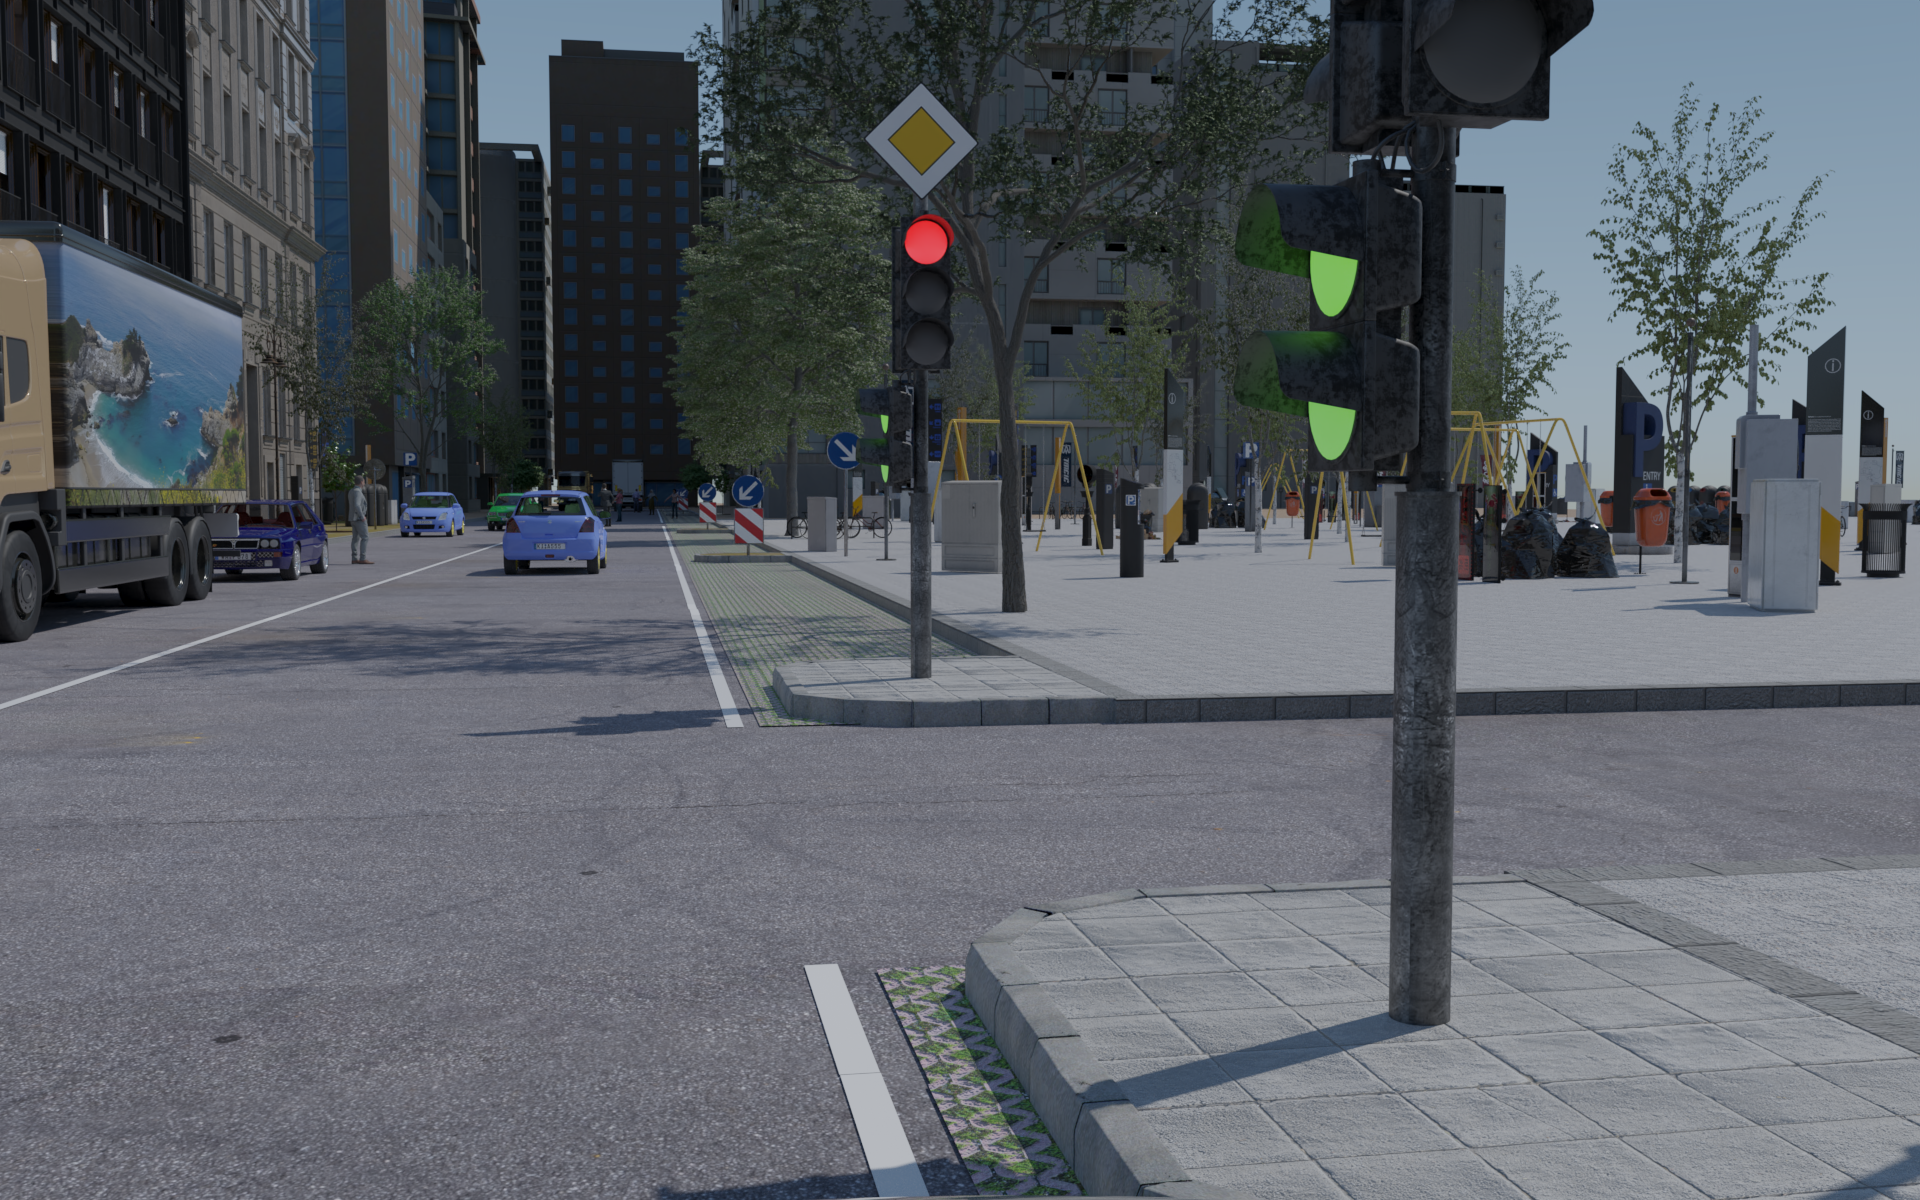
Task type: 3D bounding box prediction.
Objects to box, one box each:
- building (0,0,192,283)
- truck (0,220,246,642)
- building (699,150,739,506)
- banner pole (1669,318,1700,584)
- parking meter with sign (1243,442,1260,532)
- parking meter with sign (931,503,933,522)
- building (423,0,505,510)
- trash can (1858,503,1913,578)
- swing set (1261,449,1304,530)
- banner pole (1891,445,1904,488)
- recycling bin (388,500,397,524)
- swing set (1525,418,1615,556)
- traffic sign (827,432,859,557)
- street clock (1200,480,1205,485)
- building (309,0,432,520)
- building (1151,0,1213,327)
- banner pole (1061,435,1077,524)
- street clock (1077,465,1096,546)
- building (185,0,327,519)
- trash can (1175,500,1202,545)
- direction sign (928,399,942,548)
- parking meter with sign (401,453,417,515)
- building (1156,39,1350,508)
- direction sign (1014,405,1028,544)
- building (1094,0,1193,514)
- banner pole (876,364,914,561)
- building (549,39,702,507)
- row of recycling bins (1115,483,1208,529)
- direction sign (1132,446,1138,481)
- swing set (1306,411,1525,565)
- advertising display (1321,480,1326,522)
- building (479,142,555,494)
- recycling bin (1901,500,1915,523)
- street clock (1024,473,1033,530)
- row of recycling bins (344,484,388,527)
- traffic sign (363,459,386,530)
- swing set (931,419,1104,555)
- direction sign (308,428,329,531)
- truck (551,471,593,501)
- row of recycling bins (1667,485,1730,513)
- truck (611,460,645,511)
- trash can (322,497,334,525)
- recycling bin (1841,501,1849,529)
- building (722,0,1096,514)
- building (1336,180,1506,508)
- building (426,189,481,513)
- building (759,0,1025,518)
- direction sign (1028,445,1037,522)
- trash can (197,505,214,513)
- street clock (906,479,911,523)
[{"bbox_3d":[-25.173,-12.688,37.124,12.332,23.373,15.834,-1,4,-10],"label":"building"},{"bbox_3d":[-10.810,-1.896,19.910,2.839,4.237,11.283,-1,4,-10],"label":"truck"},{"bbox_3d":[-16.517,-30.353,188.151,23.993,40.220,32.217,-1,4,-10],"label":"building"},{"bbox_3d":[10.300,-2.109,24.501,0.401,3.779,0.863,1,4,21],"label":"banner pole"},{"bbox_3d":[9.990,-3.843,59.094,0.543,3.016,1.738,1,4,14],"label":"parking meter with sign"},{"bbox_3d":[-1.281,-5.042,78.704,1.738,3.016,0.543,-1,4,-10],"label":"parking meter with sign"},{"bbox_3d":[-52.798,-29.876,143.091,28.867,44.769,22.147,-1,4,-10],"label":"building"},{"bbox_3d":[14.270,-0.923,26.743,0.748,1.137,0.748,0,3,0],"label":"trash can"},{"bbox_3d":[12.580,-3.869,60.878,3.119,2.851,2.862,-1,4,-23],"label":"swing set"},{"bbox_3d":[47.388,-5.973,87.674,0.863,3.779,0.401,0,4,-6],"label":"banner pole"},{"bbox_3d":[-24.307,-3.719,73.353,0.722,1.027,0.722,0,4,2],"label":"recycling bin"},{"bbox_3d":[11.794,-2.405,36.940,2.862,2.851,3.119,-1,4,-18],"label":"swing set"},{"bbox_3d":[-2.343,-2.166,35.526,0.768,2.556,0.104,0,4,-7],"label":"traffic sign"},{"bbox_3d":[12.609,-5.232,90.112,0.358,2.002,0.471,1,4,19],"label":"street clock"},{"bbox_3d":[-35.530,-26.835,88.856,14.600,45.320,14.200,-1,4,-10],"label":"building"},{"bbox_3d":[10.285,-39.425,186.604,28.212,58.520,21.231,-1,4,-10],"label":"building"},{"bbox_3d":[4.664,-5.108,73.533,0.863,3.779,0.401,1,4,20],"label":"banner pole"},{"bbox_3d":[3.137,-2.335,42.748,0.471,2.002,0.358,3,4,36],"label":"street clock"},{"bbox_3d":[-29.468,-15.886,56.992,12.463,27.353,25.104,-1,4,-10],"label":"building"},{"bbox_3d":[5.713,-1.954,43.607,0.748,1.137,0.748,0,3,0],"label":"trash can"},{"bbox_3d":[-0.864,-3.009,41.197,0.876,3.537,0.379,0,4,1],"label":"direction sign"},{"bbox_3d":[-22.935,-4.632,72.000,0.543,3.016,1.738,-1,4,-11],"label":"parking meter with sign"},{"bbox_3d":[26.848,-29.186,160.791,14.086,41.232,14.154,-1,4,-10],"label":"building"},{"bbox_3d":[1.447,-3.217,44.589,0.379,3.537,0.876,0,4,7],"label":"direction sign"},{"bbox_3d":[-1.191,-32.499,120.598,28.713,52.752,27.495,-1,4,-10],"label":"building"},{"bbox_3d":[-1.194,-2.651,33.367,0.863,3.779,0.401,0,4,-1],"label":"banner pole"},{"bbox_3d":[-33.658,-32.123,175.327,14.200,45.320,14.600,-1,4,-10],"label":"building"},{"bbox_3d":[7.418,-3.466,63.779,3.534,1.692,1.069,1,4,20],"label":"row of recycling bins"},{"bbox_3d":[8.193,-5.456,81.208,0.379,3.537,0.876,-1,4,-8],"label":"direction sign"},{"bbox_3d":[8.531,-2.152,32.799,3.119,2.851,2.862,0,4,-5],"label":"swing set"},{"bbox_3d":[16.364,-4.553,79.657,0.974,1.923,0.123,3,4,36],"label":"advertising display"},{"bbox_3d":[-54.990,-29.933,181.291,23.993,40.220,32.217,-1,4,-10],"label":"building"},{"bbox_3d":[42.598,-3.984,77.699,0.722,1.027,0.722,3,4,37],"label":"recycling bin"},{"bbox_3d":[2.362,-3.371,59.682,0.358,2.002,0.471,0,4,7],"label":"street clock"},{"bbox_3d":[-23.671,-3.799,69.231,1.069,1.692,3.534,0,4,-2],"label":"row of recycling bins"},{"bbox_3d":[-21.102,-3.813,62.449,0.768,2.556,0.104,-1,4,-10],"label":"traffic sign"},{"bbox_3d":[0.992,-2.396,36.798,3.119,2.851,2.862,-2,4,-27],"label":"swing set"},{"bbox_3d":[-22.012,-4.132,59.559,0.379,3.537,0.876,2,4,28],"label":"direction sign"},{"bbox_3d":[-32.935,-9.308,148.107,3.469,3.379,9.791,-1,4,-9],"label":"truck"},{"bbox_3d":[35.350,-4.627,82.765,1.069,1.692,3.534,-2,4,-29],"label":"row of recycling bins"},{"bbox_3d":[-27.995,-9.612,146.063,2.839,4.237,11.283,-1,4,-11],"label":"truck"},{"bbox_3d":[-26.439,-3.701,72.159,0.748,1.137,0.748,0,3,0],"label":"trash can"},{"bbox_3d":[32.001,-3.112,63.441,0.722,1.027,0.722,-2,4,-24],"label":"recycling bin"},{"bbox_3d":[-6.096,-34.151,147.601,28.713,52.752,27.495,-1,4,-10],"label":"building"},{"bbox_3d":[41.593,-23.957,163.390,14.107,30.474,14.160,-1,4,-10],"label":"building"},{"bbox_3d":[-46.231,-16.186,109.677,27.650,21.520,28.899,-1,4,-10],"label":"building"},{"bbox_3d":[-4.443,-25.384,98.621,14.154,41.232,14.086,-1,4,-10],"label":"building"},{"bbox_3d":[3.189,-5.387,80.069,0.876,3.537,0.379,3,5,41],"label":"direction sign"},{"bbox_3d":[-16.904,-1.642,38.498,0.748,1.137,0.748,0,3,0],"label":"trash can"},{"bbox_3d":[-2.153,-4.434,77.067,0.471,2.002,0.358,1,4,18],"label":"street clock"}]
